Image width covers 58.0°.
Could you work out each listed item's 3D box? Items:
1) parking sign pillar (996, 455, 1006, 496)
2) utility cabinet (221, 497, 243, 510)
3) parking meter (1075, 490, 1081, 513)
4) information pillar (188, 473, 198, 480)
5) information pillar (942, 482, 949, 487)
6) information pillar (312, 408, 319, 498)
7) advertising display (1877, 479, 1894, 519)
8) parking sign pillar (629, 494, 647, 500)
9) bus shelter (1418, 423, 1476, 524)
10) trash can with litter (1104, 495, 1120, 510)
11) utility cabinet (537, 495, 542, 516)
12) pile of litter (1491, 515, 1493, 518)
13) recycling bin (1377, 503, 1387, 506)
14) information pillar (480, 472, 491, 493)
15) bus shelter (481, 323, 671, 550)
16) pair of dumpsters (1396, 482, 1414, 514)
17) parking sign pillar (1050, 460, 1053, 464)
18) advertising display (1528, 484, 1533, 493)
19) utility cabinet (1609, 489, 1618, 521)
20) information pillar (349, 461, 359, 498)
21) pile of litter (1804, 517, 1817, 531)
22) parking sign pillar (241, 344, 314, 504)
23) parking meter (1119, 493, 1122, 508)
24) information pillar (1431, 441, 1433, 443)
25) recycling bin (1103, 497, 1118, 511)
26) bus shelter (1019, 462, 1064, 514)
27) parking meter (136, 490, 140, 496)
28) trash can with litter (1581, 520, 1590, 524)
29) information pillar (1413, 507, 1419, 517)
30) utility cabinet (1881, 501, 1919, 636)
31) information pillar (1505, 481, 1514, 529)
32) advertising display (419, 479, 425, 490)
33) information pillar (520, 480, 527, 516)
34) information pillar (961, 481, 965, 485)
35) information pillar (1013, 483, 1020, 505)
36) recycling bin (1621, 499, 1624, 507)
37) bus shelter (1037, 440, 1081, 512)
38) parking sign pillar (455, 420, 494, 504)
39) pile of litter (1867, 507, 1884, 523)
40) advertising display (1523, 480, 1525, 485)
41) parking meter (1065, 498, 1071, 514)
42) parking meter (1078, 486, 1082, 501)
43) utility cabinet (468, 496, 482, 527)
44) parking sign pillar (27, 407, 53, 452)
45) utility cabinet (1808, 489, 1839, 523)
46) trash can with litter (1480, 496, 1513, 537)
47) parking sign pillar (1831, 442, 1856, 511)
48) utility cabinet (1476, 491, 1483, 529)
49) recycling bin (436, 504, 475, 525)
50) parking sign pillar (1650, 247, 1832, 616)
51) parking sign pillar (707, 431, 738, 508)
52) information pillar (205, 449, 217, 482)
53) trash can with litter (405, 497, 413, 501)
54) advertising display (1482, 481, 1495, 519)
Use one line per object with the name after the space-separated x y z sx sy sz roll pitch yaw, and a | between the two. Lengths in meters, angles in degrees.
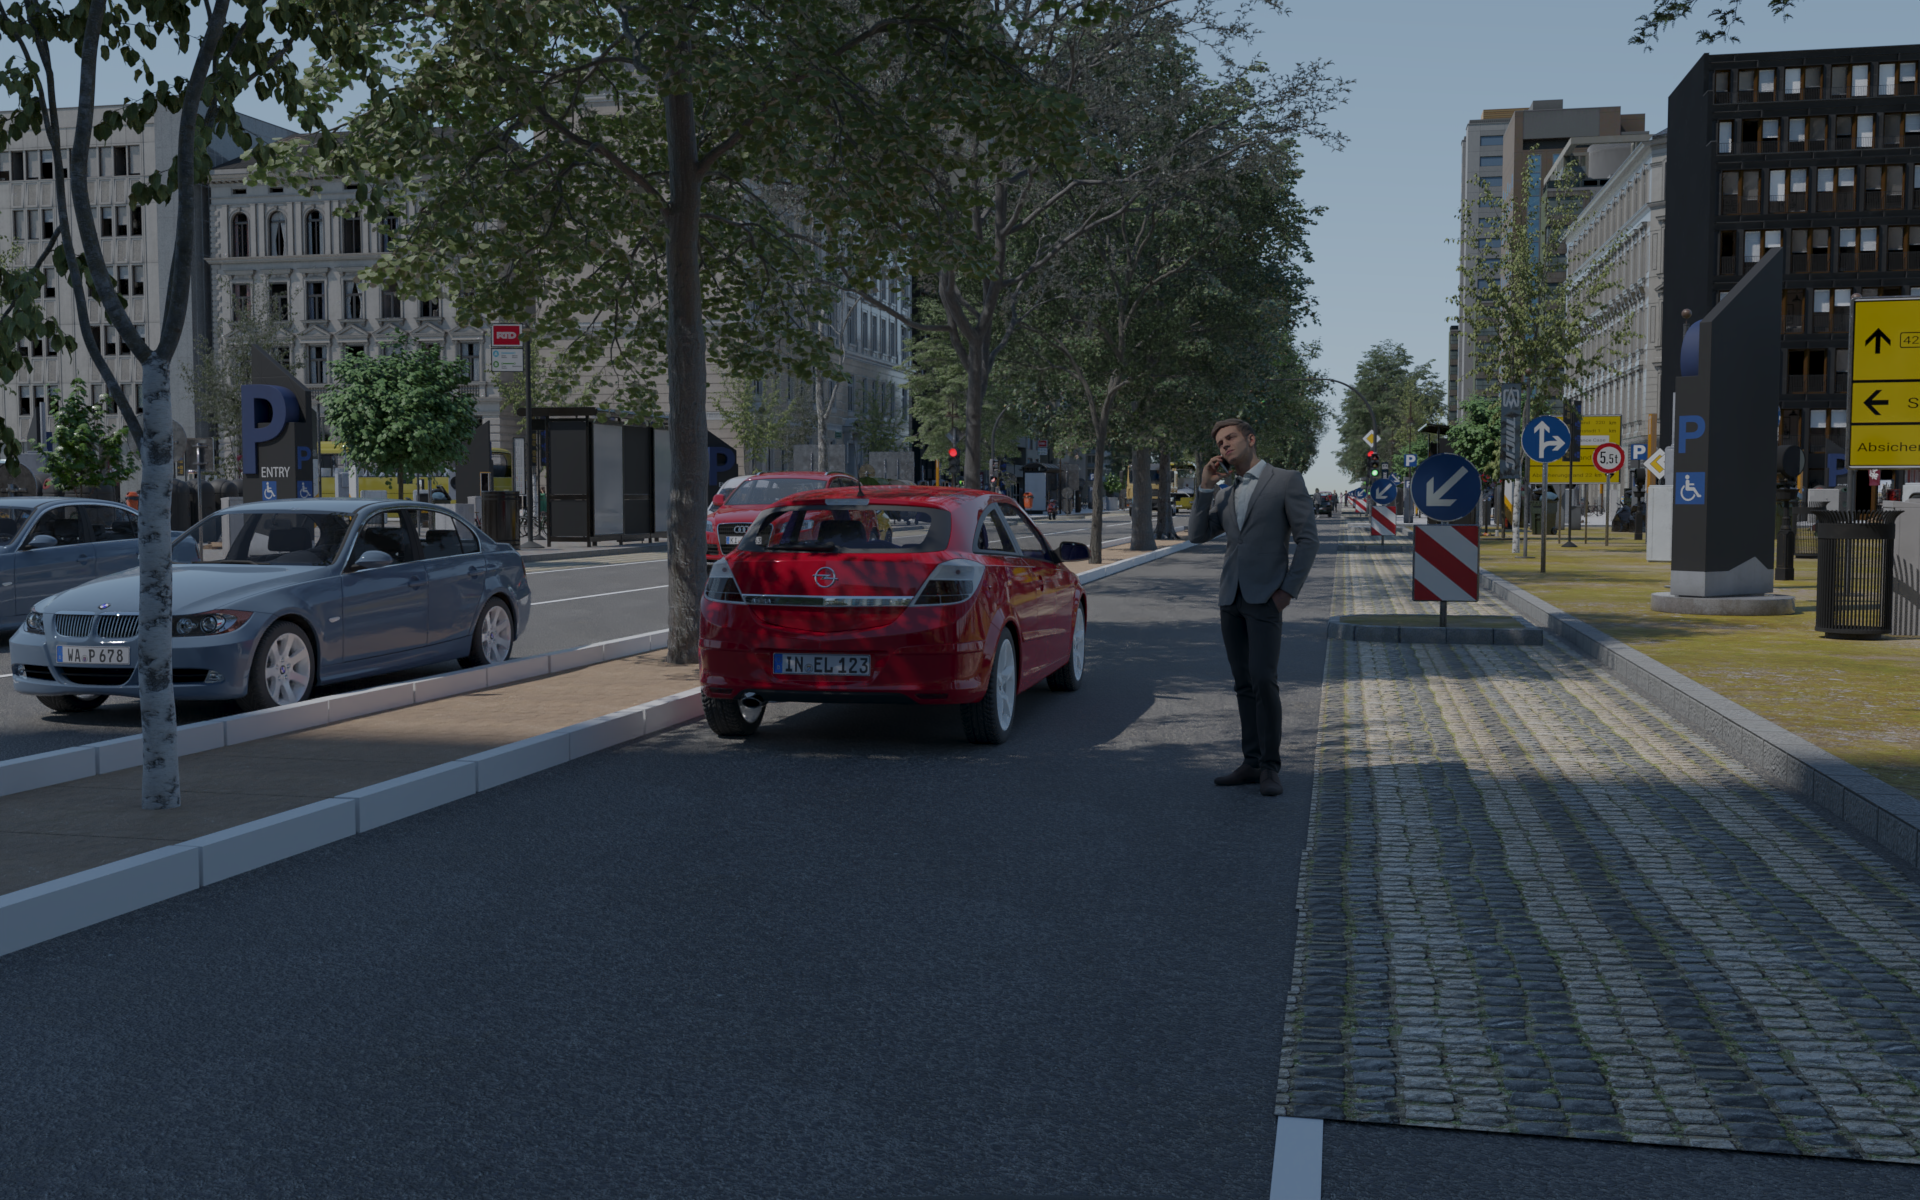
2.693 -7.638 113.347 1.447 3.967 1.447 -1 4 -8 | parking sign pillar
-15.074 -1.557 36.616 0.306 1.237 1.020 2 4 33 | utility cabinet
8.575 -7.184 125.869 0.372 1.533 0.369 0 3 0 | parking meter
-26.339 -3.375 59.674 0.304 2.012 0.304 2 4 34 | information pillar
-0.870 -6.026 103.012 0.304 2.012 0.304 -3 4 -38 | information pillar
-15.401 -3.029 40.871 0.183 3.616 0.504 3 4 38 | information pillar
40.143 -4.276 75.130 0.123 1.923 0.974 0 4 -5 | advertising display
-9.683 -4.015 54.119 1.447 3.967 1.447 1 4 20 | parking sign pillar
16.966 -4.224 60.340 1.731 3.624 6.357 1 4 12 | bus shelter
11.998 -7.886 139.989 2.233 1.210 1.678 -1 4 -11 | trash can with litter
-22.270 -4.989 92.728 1.020 1.237 0.306 -1 4 -18 | utility cabinet
28.826 -4.796 92.381 1.176 0.858 1.719 0 4 -3 | pile of litter
35.500 -8.136 145.583 0.722 1.027 0.722 -1 4 -23 | recycling bin
-15.921 -3.283 58.169 0.304 2.012 0.304 0 4 -5 | information pillar
-9.379 -4.009 43.175 2.179 5.291 8.768 1 4 12 | bus shelter
28.435 -6.638 111.019 1.574 2.255 4.437 1 4 12 | pair of dumpsters
7.255 -9.145 137.997 1.447 3.967 1.447 -1 4 -14 | parking sign pillar
35.830 -6.397 109.799 0.974 1.923 0.123 -1 4 -11 | advertising display
30.934 -4.484 81.985 0.318 1.500 1.173 1 4 16 | utility cabinet
-17.482 -3.584 49.951 0.183 3.616 0.504 -3 5 -42 | information pillar
30.125 -2.829 60.220 1.176 0.858 1.719 0 4 -5 | pile of litter
-12.126 -2.586 30.758 1.447 3.967 1.447 2 4 26 | parking sign pillar
13.965 -8.808 149.726 0.399 1.863 0.255 -1 4 -19 | parking meter
20.974 -5.235 76.946 0.183 3.616 0.504 2 4 28 | information pillar
11.788 -7.450 134.366 0.722 1.027 0.722 -1 4 -17 | recycling bin
5.272 -7.217 111.924 2.014 3.302 5.546 1 4 13 | bus shelter
-46.418 -5.483 98.062 0.372 1.533 0.369 0 3 0 | parking meter
27.147 -3.991 76.318 2.233 1.210 1.678 -3 4 -38 | trash can with litter
26.130 -6.574 98.833 0.183 3.616 0.504 2 4 32 | information pillar
8.803 -0.305 16.145 0.306 1.237 1.020 2 4 23 | utility cabinet
20.117 -4.409 63.440 0.183 3.616 0.504 -1 4 -19 | information pillar
-22.911 -4.184 73.626 0.123 1.923 0.974 -2 4 -28 | advertising display
-22.996 -5.302 91.178 0.304 2.012 0.304 3 5 40 | information pillar
0.257 -5.751 98.523 0.304 2.012 0.304 -2 4 -30 | information pillar
3.627 -6.519 111.075 0.304 2.012 0.304 -3 4 -39 | information pillar
38.106 -5.263 98.601 0.722 1.027 0.722 3 5 40 | recycling bin
7.359 -9.344 130.413 2.179 5.291 8.768 1 4 13 | bus shelter
-17.823 -4.594 63.581 1.447 3.967 1.447 0 4 6 | parking sign pillar
39.235 -3.661 73.822 1.719 0.858 1.176 -1 4 -17 | pile of litter
25.380 -4.478 78.432 0.123 1.923 0.974 2 4 30 | advertising display
6.905 -6.251 110.608 0.372 1.533 0.369 0 3 0 | parking meter
8.936 -7.614 130.197 0.255 1.863 0.399 -2 4 -29 | parking meter
-14.888 -2.604 53.742 0.306 1.237 1.020 1 4 14 | utility cabinet
-28.779 -4.019 54.186 1.447 3.967 1.447 -3 5 -40 | parking sign pillar
37.747 -4.101 75.735 1.173 1.500 0.318 1 4 13 | utility cabinet
16.233 -2.564 52.981 1.678 1.210 2.233 1 4 19 | trash can with litter
42.301 -5.796 83.237 1.447 3.967 1.447 1 4 8 | parking sign pillar
18.902 -3.347 63.404 0.318 1.500 1.173 1 4 22 | utility cabinet
-13.026 -1.965 44.688 0.722 1.027 0.722 2 4 25 | recycling bin
8.318 -1.854 18.792 1.447 3.967 1.447 -2 4 -34 | parking sign pillar
-9.858 -5.092 71.732 1.447 3.967 1.447 -1 4 -21 | parking sign pillar
-32.878 -5.179 76.027 0.504 3.616 0.183 -1 4 -16 | information pillar
-20.642 -3.333 65.884 1.055 1.170 0.624 -2 4 -28 | trash can with litter
26.886 -5.080 88.271 0.123 1.923 0.974 -2 4 -27 | advertising display
